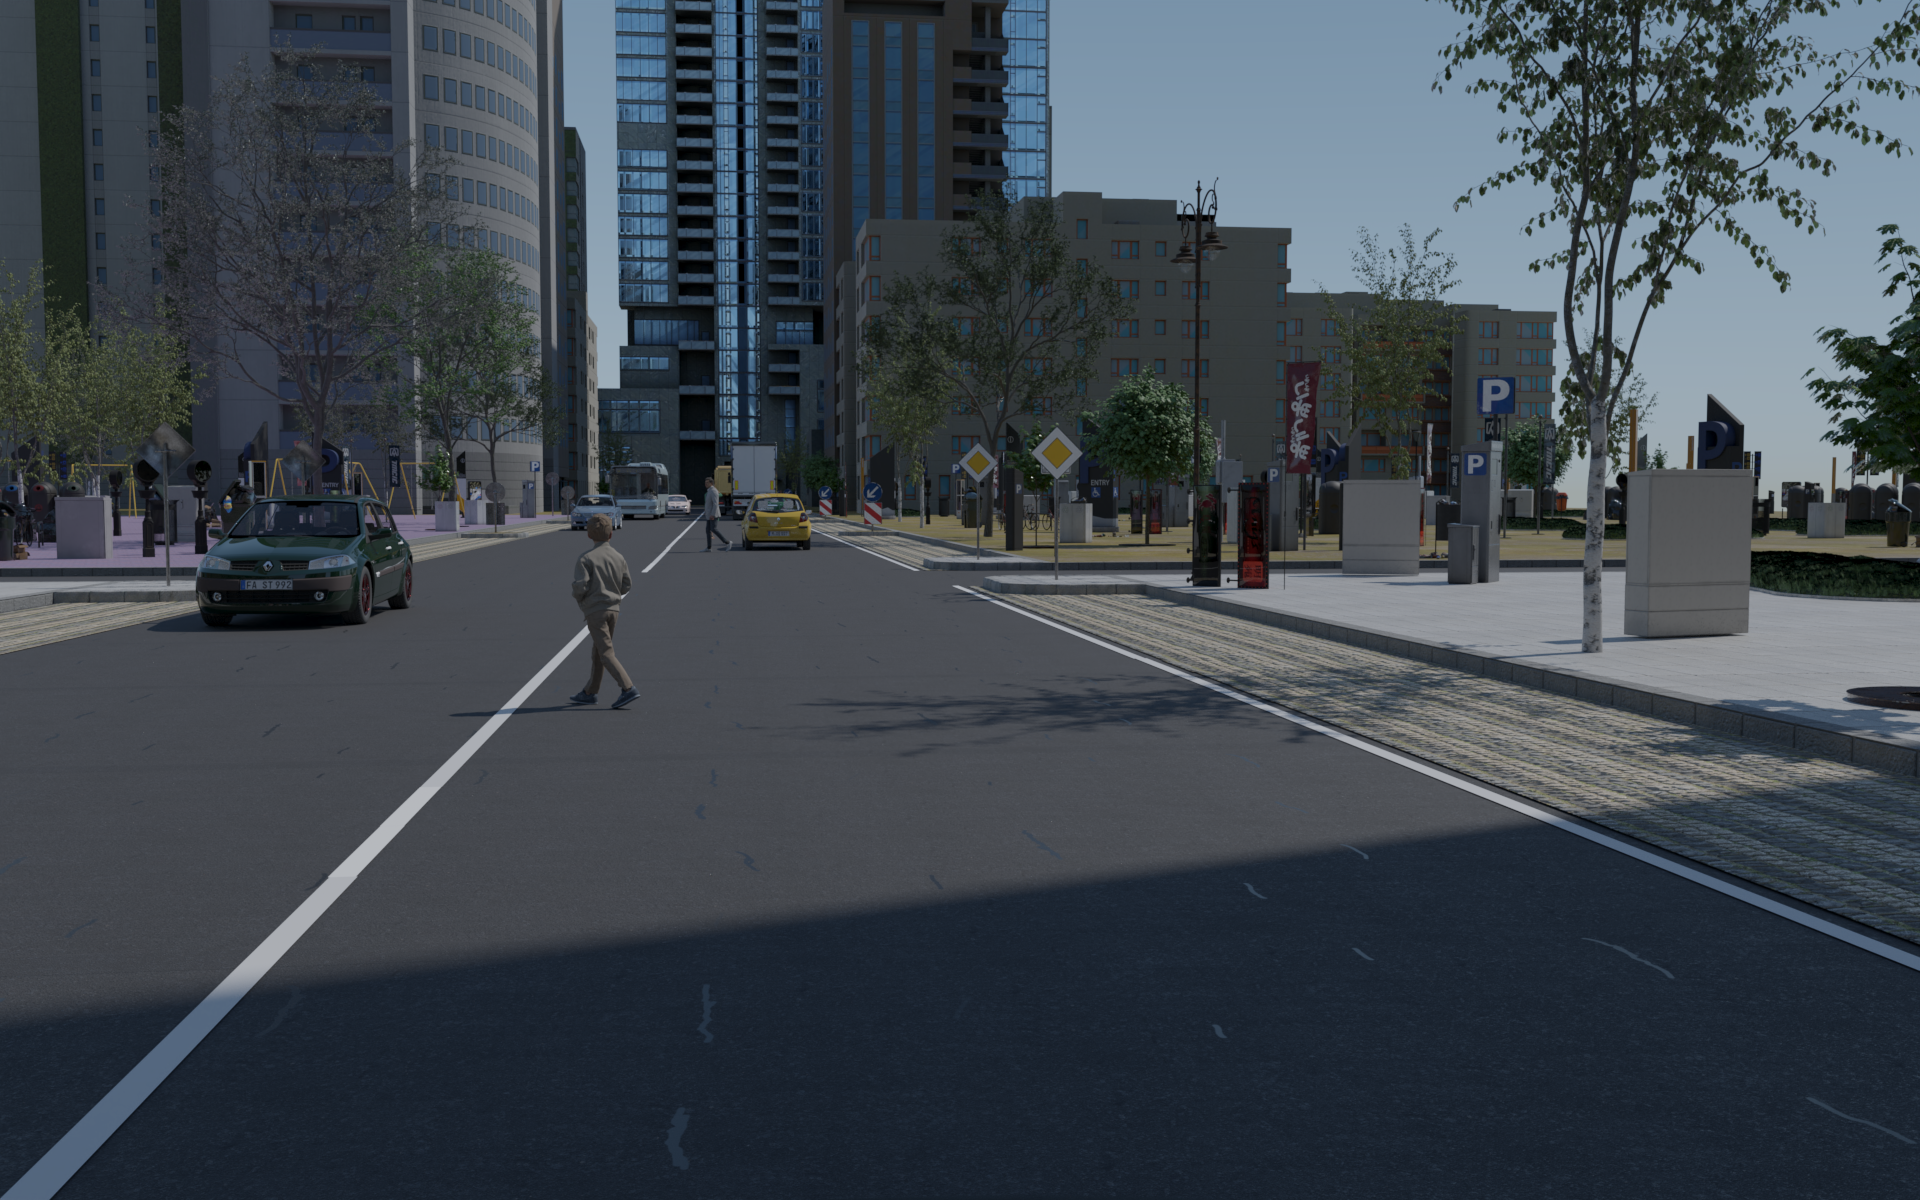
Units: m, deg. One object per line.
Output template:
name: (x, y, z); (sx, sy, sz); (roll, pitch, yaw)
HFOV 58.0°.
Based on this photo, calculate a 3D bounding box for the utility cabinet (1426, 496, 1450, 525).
utility cabinet: (19.807, -3.707, 71.774); (0.306, 1.237, 1.020); (-2, 4, -35)

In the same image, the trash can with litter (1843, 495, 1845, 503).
trash can with litter: (47.027, -4.926, 91.591); (1.678, 1.210, 2.233); (-2, 4, -27)

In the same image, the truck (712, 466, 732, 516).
truck: (-15.357, -7.499, 118.534); (3.469, 3.379, 9.791); (0, 4, -6)

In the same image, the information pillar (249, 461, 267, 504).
information pillar: (-15.617, -2.083, 38.545); (0.304, 2.012, 0.304); (-2, 4, -34)

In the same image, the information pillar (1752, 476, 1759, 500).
information pillar: (32.988, -4.132, 72.048); (0.304, 2.012, 0.304); (-1, 4, -17)

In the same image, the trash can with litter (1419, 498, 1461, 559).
trash can with litter: (9.461, -1.464, 34.991); (2.233, 1.210, 1.678); (1, 4, 9)

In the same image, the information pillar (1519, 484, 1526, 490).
information pillar: (35.725, -7.254, 109.956); (0.504, 3.616, 0.183); (1, 4, 16)

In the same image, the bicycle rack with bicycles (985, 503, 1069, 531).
bicycle rack with bicycles: (2.118, -2.922, 61.153); (2.852, 0.926, 2.925); (-1, 4, -20)

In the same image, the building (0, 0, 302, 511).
building: (-79.616, -37.895, 161.575); (28.212, 58.520, 21.231); (0, 4, -8)

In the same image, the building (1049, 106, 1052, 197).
building: (-1.460, -35.599, 205.748); (21.600, 48.544, 21.300); (0, 4, -8)

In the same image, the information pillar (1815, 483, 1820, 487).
information pillar: (54.959, -6.522, 111.128); (0.304, 2.012, 0.304); (1, 4, 9)

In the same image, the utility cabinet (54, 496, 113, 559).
utility cabinet: (-17.424, -1.425, 34.462); (1.020, 1.237, 0.306); (0, 4, 5)

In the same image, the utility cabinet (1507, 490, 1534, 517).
utility cabinet: (27.501, -4.669, 85.015); (1.173, 1.500, 0.318); (2, 4, 33)

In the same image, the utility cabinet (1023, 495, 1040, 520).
utility cabinet: (3.408, -4.537, 85.345); (1.020, 1.237, 0.306); (0, 4, -1)

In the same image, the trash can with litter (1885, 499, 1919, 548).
trash can with litter: (22.923, -1.861, 41.807); (1.055, 1.170, 0.624); (2, 4, 32)

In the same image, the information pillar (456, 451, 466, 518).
information pillar: (-26.596, -6.182, 92.429); (0.504, 3.616, 0.183); (-2, 4, -25)

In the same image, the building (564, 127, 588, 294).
building: (-49.430, -31.288, 195.161); (14.086, 41.232, 14.154); (0, 4, -8)

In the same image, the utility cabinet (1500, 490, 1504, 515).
utility cabinet: (27.003, -4.816, 87.421); (1.173, 1.500, 0.318); (-1, 4, -23)

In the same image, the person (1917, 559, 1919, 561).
person: (18.557, -1.464, 33.114); (0.598, 1.740, 0.731); (-1, 4, -22)

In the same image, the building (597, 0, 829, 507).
building: (-27.711, -54.351, 201.315); (31.000, 86.520, 22.319); (0, 4, -8)

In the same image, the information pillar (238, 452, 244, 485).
information pillar: (-36.908, -5.987, 89.242); (0.504, 3.616, 0.183); (-2, 4, -24)

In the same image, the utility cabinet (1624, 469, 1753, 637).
utility cabinet: (6.558, -0.424, 15.611); (1.173, 1.500, 0.318); (-1, 4, -22)

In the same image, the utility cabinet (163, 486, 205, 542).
utility cabinet: (-20.480, -2.265, 45.712); (1.173, 1.500, 0.318); (2, 4, 26)

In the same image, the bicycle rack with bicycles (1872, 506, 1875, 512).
bicycle rack with bicycles: (50.327, -5.113, 96.977); (2.852, 0.926, 2.925); (-1, 4, -15)

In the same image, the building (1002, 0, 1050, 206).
building: (-3.025, -52.220, 166.470); (22.319, 86.520, 31.000); (0, 4, -8)

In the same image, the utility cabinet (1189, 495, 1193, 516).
utility cabinet: (13.258, -5.405, 99.531); (0.306, 1.237, 1.020); (3, 4, 37)

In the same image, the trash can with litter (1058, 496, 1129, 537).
trash can with litter: (3.969, -2.490, 51.771); (2.233, 1.210, 1.678); (0, 4, -3)

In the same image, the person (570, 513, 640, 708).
person: (-2.416, 0.070, 11.636); (0.640, 1.303, 0.475); (2, 4, 26)

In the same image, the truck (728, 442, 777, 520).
truck: (-11.772, -6.698, 98.427); (2.839, 4.237, 11.283); (0, 4, -7)

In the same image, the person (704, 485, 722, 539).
person: (-7.968, -2.858, 55.475); (0.600, 1.795, 0.529); (1, 4, 20)

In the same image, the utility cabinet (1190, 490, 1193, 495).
utility cabinet: (13.257, -5.715, 102.112); (1.173, 1.500, 0.318); (3, 5, 42)

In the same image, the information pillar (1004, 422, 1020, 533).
information pillar: (1.713, -3.989, 56.575); (0.504, 3.616, 0.183); (-1, 4, -20)

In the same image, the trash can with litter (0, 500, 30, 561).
trash can with litter: (-18.476, -1.349, 33.444); (0.624, 1.170, 1.055); (0, 4, -2)

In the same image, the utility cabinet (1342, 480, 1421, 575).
utility cabinet: (6.642, -1.139, 27.305); (1.173, 1.500, 0.318); (1, 4, 15)

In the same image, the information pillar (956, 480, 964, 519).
information pillar: (0.020, -5.140, 88.529); (0.304, 2.012, 0.304); (2, 4, 32)

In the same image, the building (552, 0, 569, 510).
building: (-39.584, -29.975, 140.194); (14.600, 45.320, 14.200); (0, 4, -8)

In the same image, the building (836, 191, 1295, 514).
building: (5.849, -17.132, 125.151); (27.650, 21.520, 28.899); (0, 4, -8)

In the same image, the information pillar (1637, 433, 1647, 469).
information pillar: (26.255, -4.617, 66.842); (0.504, 3.616, 0.183); (0, 4, 0)

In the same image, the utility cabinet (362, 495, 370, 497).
utility cabinet: (-35.961, -5.689, 104.177); (1.020, 1.237, 0.306); (2, 4, 26)

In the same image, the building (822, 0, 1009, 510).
building: (-4.109, -30.255, 144.772); (14.600, 45.320, 14.200); (0, 4, -8)

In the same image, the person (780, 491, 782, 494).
person: (-16.115, -8.965, 155.631); (0.434, 1.755, 0.990); (-3, 4, -38)

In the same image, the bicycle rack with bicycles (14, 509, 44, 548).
bicycle rack with bicycles: (-23.207, -1.722, 41.532); (2.852, 0.926, 2.925); (-2, 4, -24)

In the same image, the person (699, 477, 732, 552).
person: (-6.034, -2.103, 42.738); (0.795, 1.843, 0.661); (-1, 4, -16)

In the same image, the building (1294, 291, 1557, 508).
building: (40.207, -20.227, 175.758); (28.899, 21.520, 27.650); (0, 4, -8)

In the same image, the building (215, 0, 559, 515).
building: (-39.747, -35.228, 117.983); (21.231, 58.520, 28.212); (0, 4, -8)

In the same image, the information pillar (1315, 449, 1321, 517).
information pillar: (18.224, -5.886, 87.588); (0.504, 3.616, 0.183); (1, 4, 20)

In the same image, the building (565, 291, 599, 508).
building: (-49.982, -19.515, 164.113); (28.899, 21.520, 27.650); (0, 4, -8)

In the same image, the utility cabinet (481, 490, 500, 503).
utility cabinet: (-27.120, -5.576, 99.846); (0.318, 1.500, 1.173); (3, 5, 43)

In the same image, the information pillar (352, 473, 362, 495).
information pillar: (-20.702, -3.365, 59.517); (0.304, 2.012, 0.304); (-2, 4, -24)

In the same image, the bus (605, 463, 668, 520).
bus: (-18.380, -6.404, 99.563); (2.948, 3.499, 13.247); (0, 4, -7)

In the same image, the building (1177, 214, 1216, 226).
building: (17.913, -24.959, 179.788); (14.107, 30.474, 14.160); (0, 4, -8)
